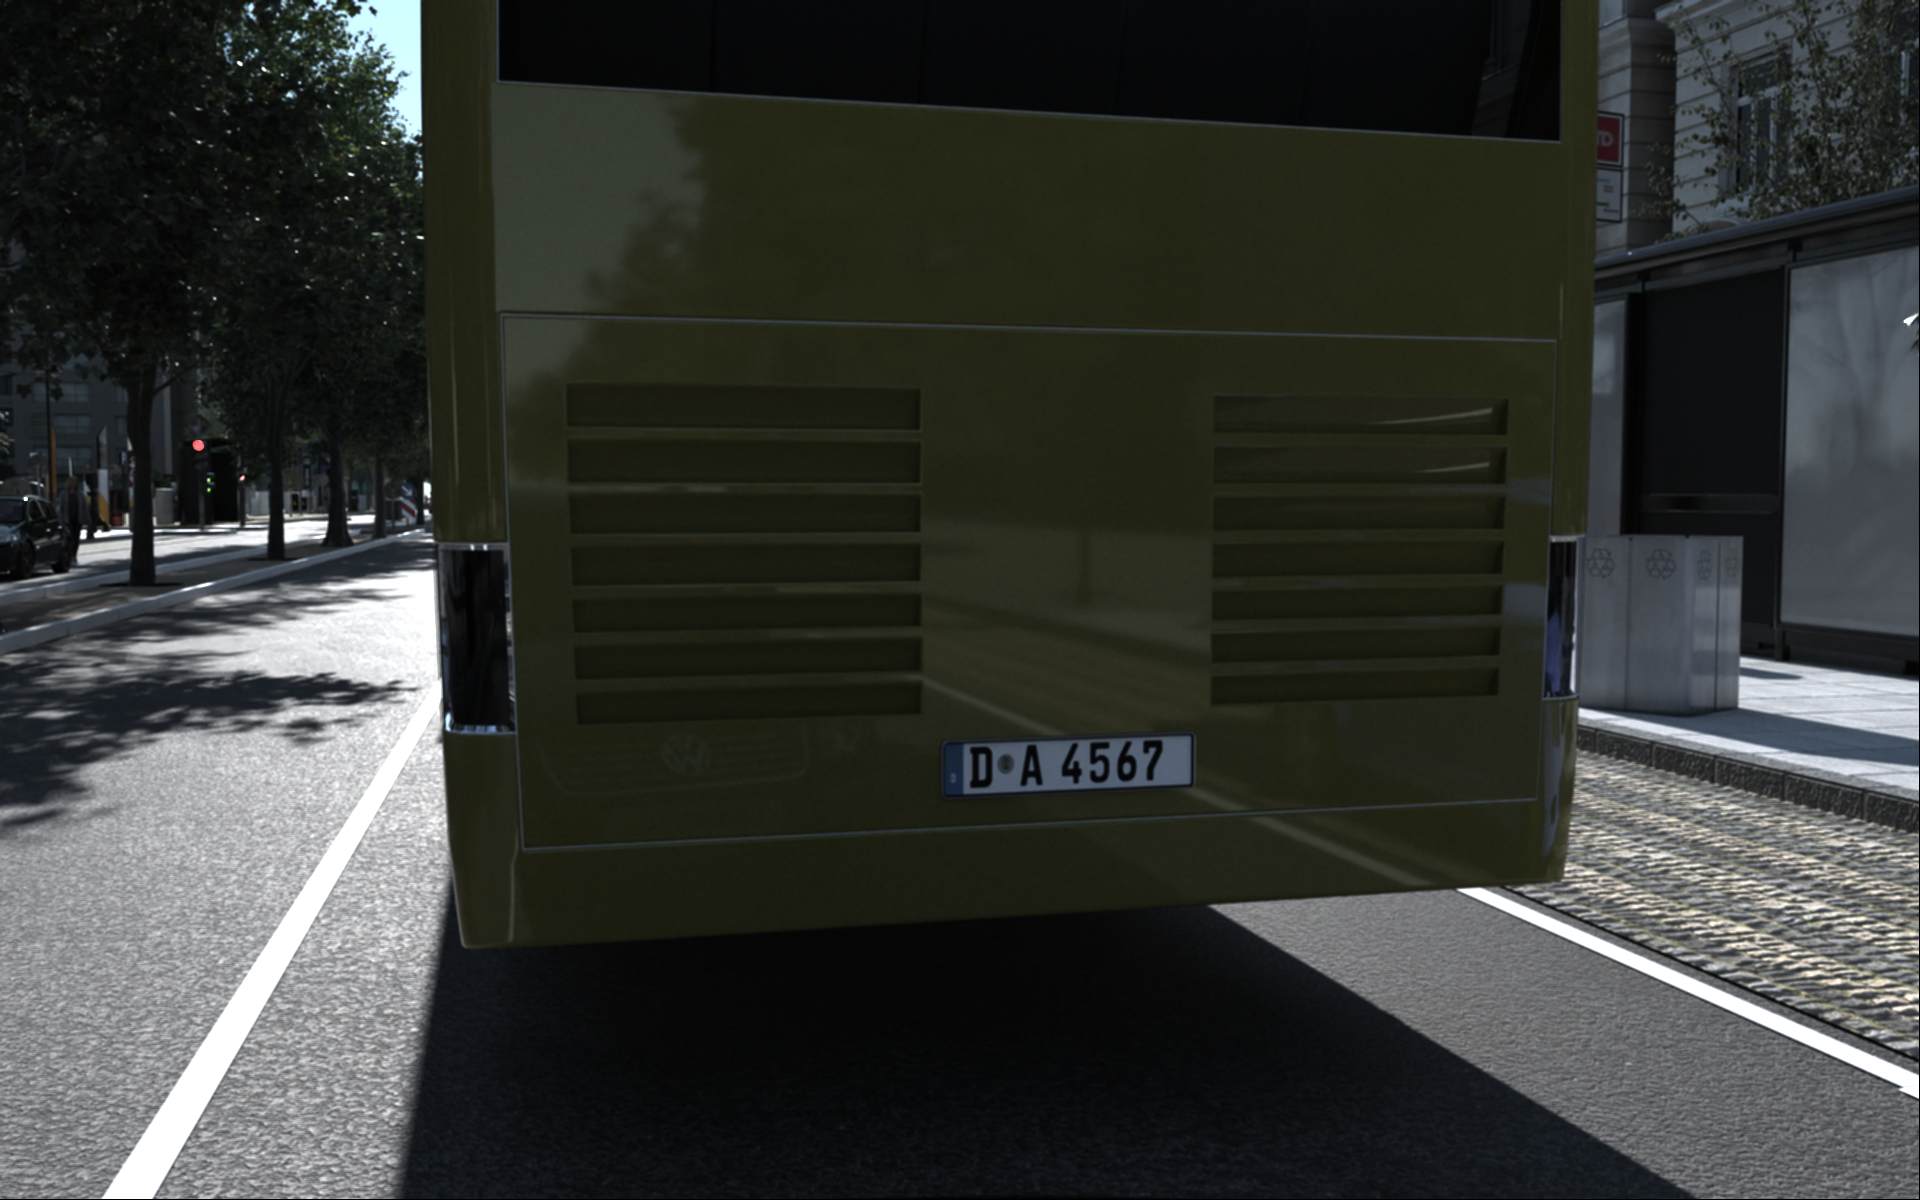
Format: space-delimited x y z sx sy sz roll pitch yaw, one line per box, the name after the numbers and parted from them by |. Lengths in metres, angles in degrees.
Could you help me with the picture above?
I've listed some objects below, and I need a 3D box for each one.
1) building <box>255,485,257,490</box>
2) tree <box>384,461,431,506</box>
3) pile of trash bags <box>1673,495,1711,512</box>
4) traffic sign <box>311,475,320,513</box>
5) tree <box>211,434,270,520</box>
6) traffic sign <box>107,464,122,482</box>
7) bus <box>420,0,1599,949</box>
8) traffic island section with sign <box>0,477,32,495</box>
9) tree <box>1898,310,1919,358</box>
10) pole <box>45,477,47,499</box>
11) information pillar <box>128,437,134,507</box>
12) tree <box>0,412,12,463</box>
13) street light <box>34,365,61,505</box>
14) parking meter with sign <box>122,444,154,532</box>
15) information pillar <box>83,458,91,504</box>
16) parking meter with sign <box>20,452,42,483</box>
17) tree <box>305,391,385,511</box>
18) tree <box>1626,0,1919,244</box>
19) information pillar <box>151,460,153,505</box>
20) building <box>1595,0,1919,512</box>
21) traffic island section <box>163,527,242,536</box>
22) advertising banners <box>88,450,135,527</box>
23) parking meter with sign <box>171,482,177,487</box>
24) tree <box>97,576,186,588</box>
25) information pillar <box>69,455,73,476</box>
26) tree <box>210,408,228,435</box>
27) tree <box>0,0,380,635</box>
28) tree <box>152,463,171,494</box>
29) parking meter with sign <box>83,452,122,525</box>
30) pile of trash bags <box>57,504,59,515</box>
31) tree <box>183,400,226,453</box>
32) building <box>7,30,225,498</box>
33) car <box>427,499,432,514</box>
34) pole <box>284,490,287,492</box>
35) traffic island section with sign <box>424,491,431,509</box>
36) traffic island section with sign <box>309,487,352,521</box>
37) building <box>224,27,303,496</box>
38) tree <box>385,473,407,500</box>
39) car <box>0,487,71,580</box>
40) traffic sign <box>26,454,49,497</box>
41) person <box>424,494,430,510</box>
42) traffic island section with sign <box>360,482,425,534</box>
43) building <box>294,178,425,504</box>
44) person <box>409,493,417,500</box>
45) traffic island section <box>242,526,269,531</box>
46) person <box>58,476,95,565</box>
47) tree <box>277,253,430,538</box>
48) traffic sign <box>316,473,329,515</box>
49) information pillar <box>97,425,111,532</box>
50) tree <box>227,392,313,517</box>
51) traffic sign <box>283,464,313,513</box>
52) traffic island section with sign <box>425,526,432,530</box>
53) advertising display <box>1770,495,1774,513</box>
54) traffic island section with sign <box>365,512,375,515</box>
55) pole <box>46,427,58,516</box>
-77.124 -44.092 159.159 20.563 71.187 20.611 -1 4 -13 | building
-58.303 -17.122 186.605 9.857 13.997 8.962 0 3 0 | tree
10.479 -0.997 26.047 1.912 1.369 3.447 0 4 3 | pile of trash bags
-42.509 -7.002 114.589 0.768 2.556 0.104 0 4 -3 | traffic sign
-35.783 -6.247 85.848 4.285 4.588 4.351 0 3 0 | tree
-35.535 -4.433 72.593 0.768 2.556 0.104 -1 4 -11 | traffic sign
-1.294 -1.093 9.423 2.896 3.916 12.252 -1 4 -14 | bus
-21.229 -1.843 38.762 1.989 1.847 2.006 -1 4 -13 | traffic island section with sign
5.059 -0.817 7.957 1.663 3.219 1.824 0 3 0 | tree
-60.990 -7.457 115.767 0.158 3.312 0.155 0 3 0 | pole
-33.820 -4.855 70.729 0.183 3.616 0.504 -3 5 -44 | information pillar
-25.497 -3.617 42.849 4.285 4.588 4.351 0 3 0 | tree
-26.178 -4.709 49.773 0.468 5.910 1.993 -1 4 -13 | street light
-27.971 -3.844 59.117 0.543 3.016 1.738 -1 4 -13 | parking meter with sign
-56.145 -7.348 111.491 0.504 3.616 0.183 0 4 0 | information pillar
-38.297 -4.572 71.005 0.543 3.016 1.738 0 4 -2 | parking meter with sign
-44.634 -11.794 127.248 7.601 10.594 8.767 0 4 -5 | tree
10.075 -4.238 19.649 4.360 8.622 3.978 0 3 0 | tree
-32.408 -4.756 69.121 0.183 3.616 0.504 0 4 6 | information pillar
17.530 -15.901 45.892 13.634 28.700 20.117 -1 4 -13 | building
-26.680 -2.365 60.944 2.009 0.180 2.903 -1 4 -13 | traffic island section
-33.557 -4.440 68.783 0.090 3.025 2.074 3 5 40 | advertising banners
-50.623 -7.078 111.978 1.738 3.016 0.543 3 5 39 | parking meter with sign
-12.539 -6.006 26.414 9.928 11.665 9.643 0 3 0 | tree
-53.062 -6.857 103.469 0.183 3.616 0.504 -3 4 -37 | information pillar
-57.393 -11.403 136.795 4.360 8.622 3.978 0 3 0 | tree
-9.926 -5.958 16.873 9.611 12.733 9.660 0 3 0 | tree
-49.224 -6.834 106.330 1.663 3.219 1.824 0 3 0 | tree
-35.590 -4.626 71.904 1.738 3.016 0.543 0 4 -6 | parking meter with sign
-39.454 -3.930 74.006 3.447 1.369 1.912 -2 4 -25 | pile of trash bags
-53.658 -10.665 124.730 4.737 8.622 4.395 0 3 0 | tree
-69.148 -28.114 143.262 14.154 41.232 14.086 -1 4 -13 | building
-37.775 -7.182 126.468 2.155 1.783 4.494 -1 4 -13 | car
-53.464 -8.771 137.244 0.158 3.312 0.155 0 3 0 | pole
-51.211 -9.785 168.617 1.989 1.847 2.006 -1 4 -13 | traffic island section with sign
-33.706 -5.146 92.772 1.989 1.847 2.006 -1 4 -13 | traffic island section with sign
-88.097 -53.200 182.485 31.000 86.520 22.319 -1 4 -13 | building
-55.198 -13.590 172.558 4.737 8.622 4.395 0 3 0 | tree
-16.738 -1.235 29.979 2.009 1.686 4.222 -1 4 -14 | car
-29.238 -3.358 55.002 0.768 2.556 0.104 0 4 -6 | traffic sign
-49.038 -9.018 159.165 0.991 1.433 0.599 -1 4 -10 | person
-20.557 -3.331 62.593 2.006 1.907 1.989 -1 4 -13 | traffic island section with sign
-90.241 -38.122 242.902 30.456 49.044 23.786 -1 4 -13 | building
-40.628 -7.330 128.524 0.592 1.802 0.473 3 4 36 | person
-28.476 -2.841 68.725 2.009 0.180 2.903 -1 4 -13 | traffic island section
-17.886 -1.614 35.077 0.709 1.800 0.728 -3 4 -37 | person
-18.939 -8.281 55.980 7.486 12.596 7.792 0 3 0 | tree
-39.426 -6.546 107.134 0.768 2.556 0.104 0 4 -8 | traffic sign
-28.782 -4.086 58.164 0.183 3.616 0.504 0 4 2 | information pillar
-37.853 -8.978 97.147 4.737 8.622 4.395 0 3 0 | tree
-44.636 -7.487 116.284 2.265 3.308 0.079 0 4 -8 | traffic sign
-22.214 -3.772 69.814 2.006 1.907 1.989 -1 4 -13 | traffic island section with sign
8.283 -0.720 16.994 0.974 1.923 0.123 -2 4 -32 | advertising display
-39.758 -6.753 119.041 1.989 1.847 2.006 -1 4 -13 | traffic island section with sign
-27.779 -3.620 53.037 0.158 3.312 0.155 0 3 0 | pole
